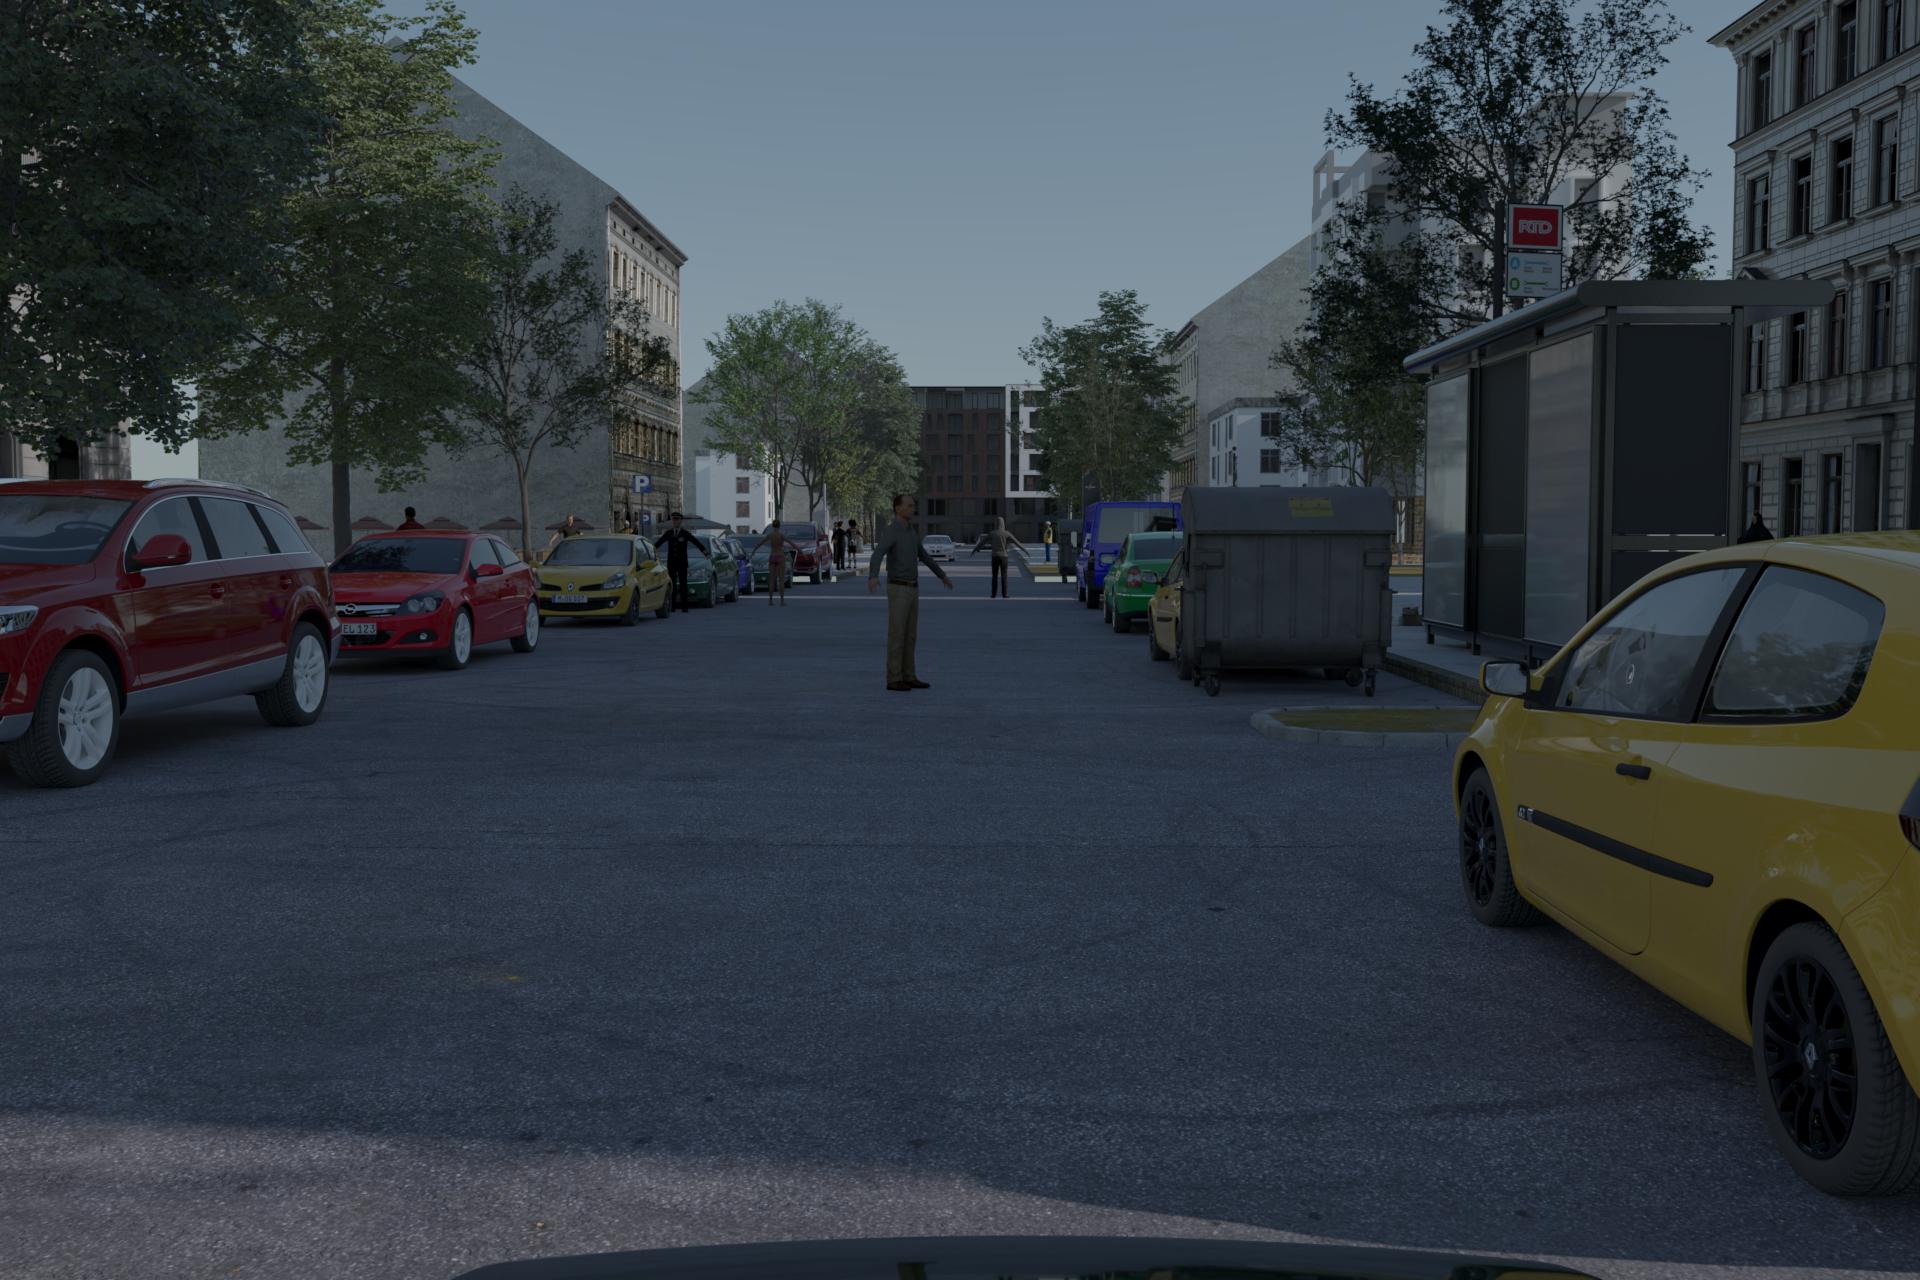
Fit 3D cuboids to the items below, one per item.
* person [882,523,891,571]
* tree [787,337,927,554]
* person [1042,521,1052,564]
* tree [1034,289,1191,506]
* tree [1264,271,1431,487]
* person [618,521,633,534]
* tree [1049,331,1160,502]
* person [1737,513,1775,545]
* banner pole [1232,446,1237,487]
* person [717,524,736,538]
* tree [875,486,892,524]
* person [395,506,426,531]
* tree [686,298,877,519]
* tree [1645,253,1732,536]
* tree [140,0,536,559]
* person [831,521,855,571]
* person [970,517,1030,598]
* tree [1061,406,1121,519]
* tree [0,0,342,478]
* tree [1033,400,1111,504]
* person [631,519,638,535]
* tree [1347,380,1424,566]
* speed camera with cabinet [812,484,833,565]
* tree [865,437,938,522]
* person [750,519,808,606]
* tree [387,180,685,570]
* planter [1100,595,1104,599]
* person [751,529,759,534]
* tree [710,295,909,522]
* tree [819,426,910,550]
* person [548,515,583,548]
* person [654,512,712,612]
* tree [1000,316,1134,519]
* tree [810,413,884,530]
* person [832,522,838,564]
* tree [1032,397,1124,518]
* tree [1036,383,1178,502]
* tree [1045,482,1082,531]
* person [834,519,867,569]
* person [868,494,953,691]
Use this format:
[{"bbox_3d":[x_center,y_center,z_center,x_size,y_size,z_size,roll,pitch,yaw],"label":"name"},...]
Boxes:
[{"bbox_3d":[-2.715,-3.593,66.986,0.705,1.856,1.354,-1,4,-12],"label":"person"},{"bbox_3d":[-6.686,-12.686,114.075,9.857,13.997,8.962,0,3,0],"label":"tree"},{"bbox_3d":[3.778,-4.229,75.106,0.705,1.833,1.349,0,4,-5],"label":"person"},{"bbox_3d":[7.072,-9.933,80.536,7.486,12.596,7.792,0,3,0],"label":"tree"},{"bbox_3d":[14.089,-7.711,60.483,7.601,10.594,8.767,1,4,18],"label":"tree"},{"bbox_3d":[-14.119,-4.131,73.315,1.354,1.858,0.705,0,4,-6],"label":"person"},{"bbox_3d":[5.360,-6.873,62.731,4.360,8.622,3.978,0,3,0],"label":"tree"},{"bbox_3d":[17.236,-1.887,37.640,0.721,1.737,1.214,-2,4,-23],"label":"person"},{"bbox_3d":[7.816,-3.624,49.263,0.401,3.779,0.863,0,4,1],"label":"banner pole"},{"bbox_3d":[-12.214,-5.210,91.375,1.347,1.806,0.705,-1,4,-16],"label":"person"},{"bbox_3d":[-6.134,-12.644,157.094,4.360,8.622,3.978,0,3,0],"label":"tree"},{"bbox_3d":[-10.664,-1.680,33.579,0.704,1.816,1.345,3,5,42],"label":"person"},{"bbox_3d":[-7.802,-9.141,75.206,9.928,11.665,9.643,0,3,0],"label":"tree"},{"bbox_3d":[28.144,-9.180,68.218,7.486,12.596,7.792,0,3,0],"label":"tree"},{"bbox_3d":[-12.156,-7.055,33.481,7.486,12.596,7.792,0,3,0],"label":"tree"},{"bbox_3d":[-4.136,-3.315,60.920,1.216,1.740,0.721,3,5,42],"label":"person"},{"bbox_3d":[0.887,-1.842,38.694,1.348,1.813,0.705,1,4,8],"label":"person"},{"bbox_3d":[7.419,-8.695,92.519,4.737,8.622,4.395,0,3,0],"label":"tree"},{"bbox_3d":[-11.879,-6.984,20.849,9.857,13.997,8.962,0,3,0],"label":"tree"},{"bbox_3d":[8.069,-10.993,114.153,7.601,10.594,8.767,-3,5,-41],"label":"tree"},{"bbox_3d":[-11.113,-3.277,59.762,1.347,1.806,0.705,3,4,36],"label":"person"},{"bbox_3d":[17.848,-7.288,69.515,4.360,8.622,3.978,0,3,0],"label":"tree"},{"bbox_3d":[-5.460,-4.544,68.637,0.660,3.252,2.038,0,4,3],"label":"speed camera with cabinet"},{"bbox_3d":[-5.916,-13.056,147.885,8.767,10.594,7.601,0,4,6],"label":"tree"},{"bbox_3d":[-3.655,-1.563,34.807,1.217,1.733,0.721,1,4,14],"label":"person"},{"bbox_3d":[-11.229,-6.774,45.163,8.767,10.594,7.601,0,4,1],"label":"tree"},{"bbox_3d":[3.786,-1.081,38.818,1.991,0.319,1.994,0,4,1],"label":"planter"},{"bbox_3d":[-6.672,-2.839,55.681,0.599,1.433,0.991,2,4,25],"label":"person"},{"bbox_3d":[-7.512,-10.883,88.300,12.009,13.543,11.850,0,3,0],"label":"tree"},{"bbox_3d":[-7.118,-12.377,136.775,7.601,10.594,8.767,3,5,41],"label":"tree"},{"bbox_3d":[-10.741,-2.539,47.731,1.348,1.803,0.705,-2,4,-33],"label":"person"},{"bbox_3d":[-5.171,-1.424,31.668,1.347,1.837,0.705,0,4,5],"label":"person"},{"bbox_3d":[9.430,-17.948,149.337,12.611,20.169,13.585,0,3,0],"label":"tree"},{"bbox_3d":[-6.714,-9.068,98.623,4.737,8.622,4.395,0,3,0],"label":"tree"},{"bbox_3d":[-5.284,-4.160,74.239,0.704,1.802,1.346,1,4,14],"label":"person"},{"bbox_3d":[9.107,-12.386,128.274,9.928,11.665,9.643,0,3,0],"label":"tree"},{"bbox_3d":[8.463,-10.153,100.419,8.767,10.594,7.601,1,4,9],"label":"tree"},{"bbox_3d":[8.850,-11.477,138.019,4.737,8.622,4.395,0,3,0],"label":"tree"},{"bbox_3d":[-4.036,-3.569,64.493,1.345,1.843,0.704,-2,4,-32],"label":"person"},{"bbox_3d":[-0.500,-0.442,15.948,0.705,1.796,1.348,2,4,31],"label":"person"}]
